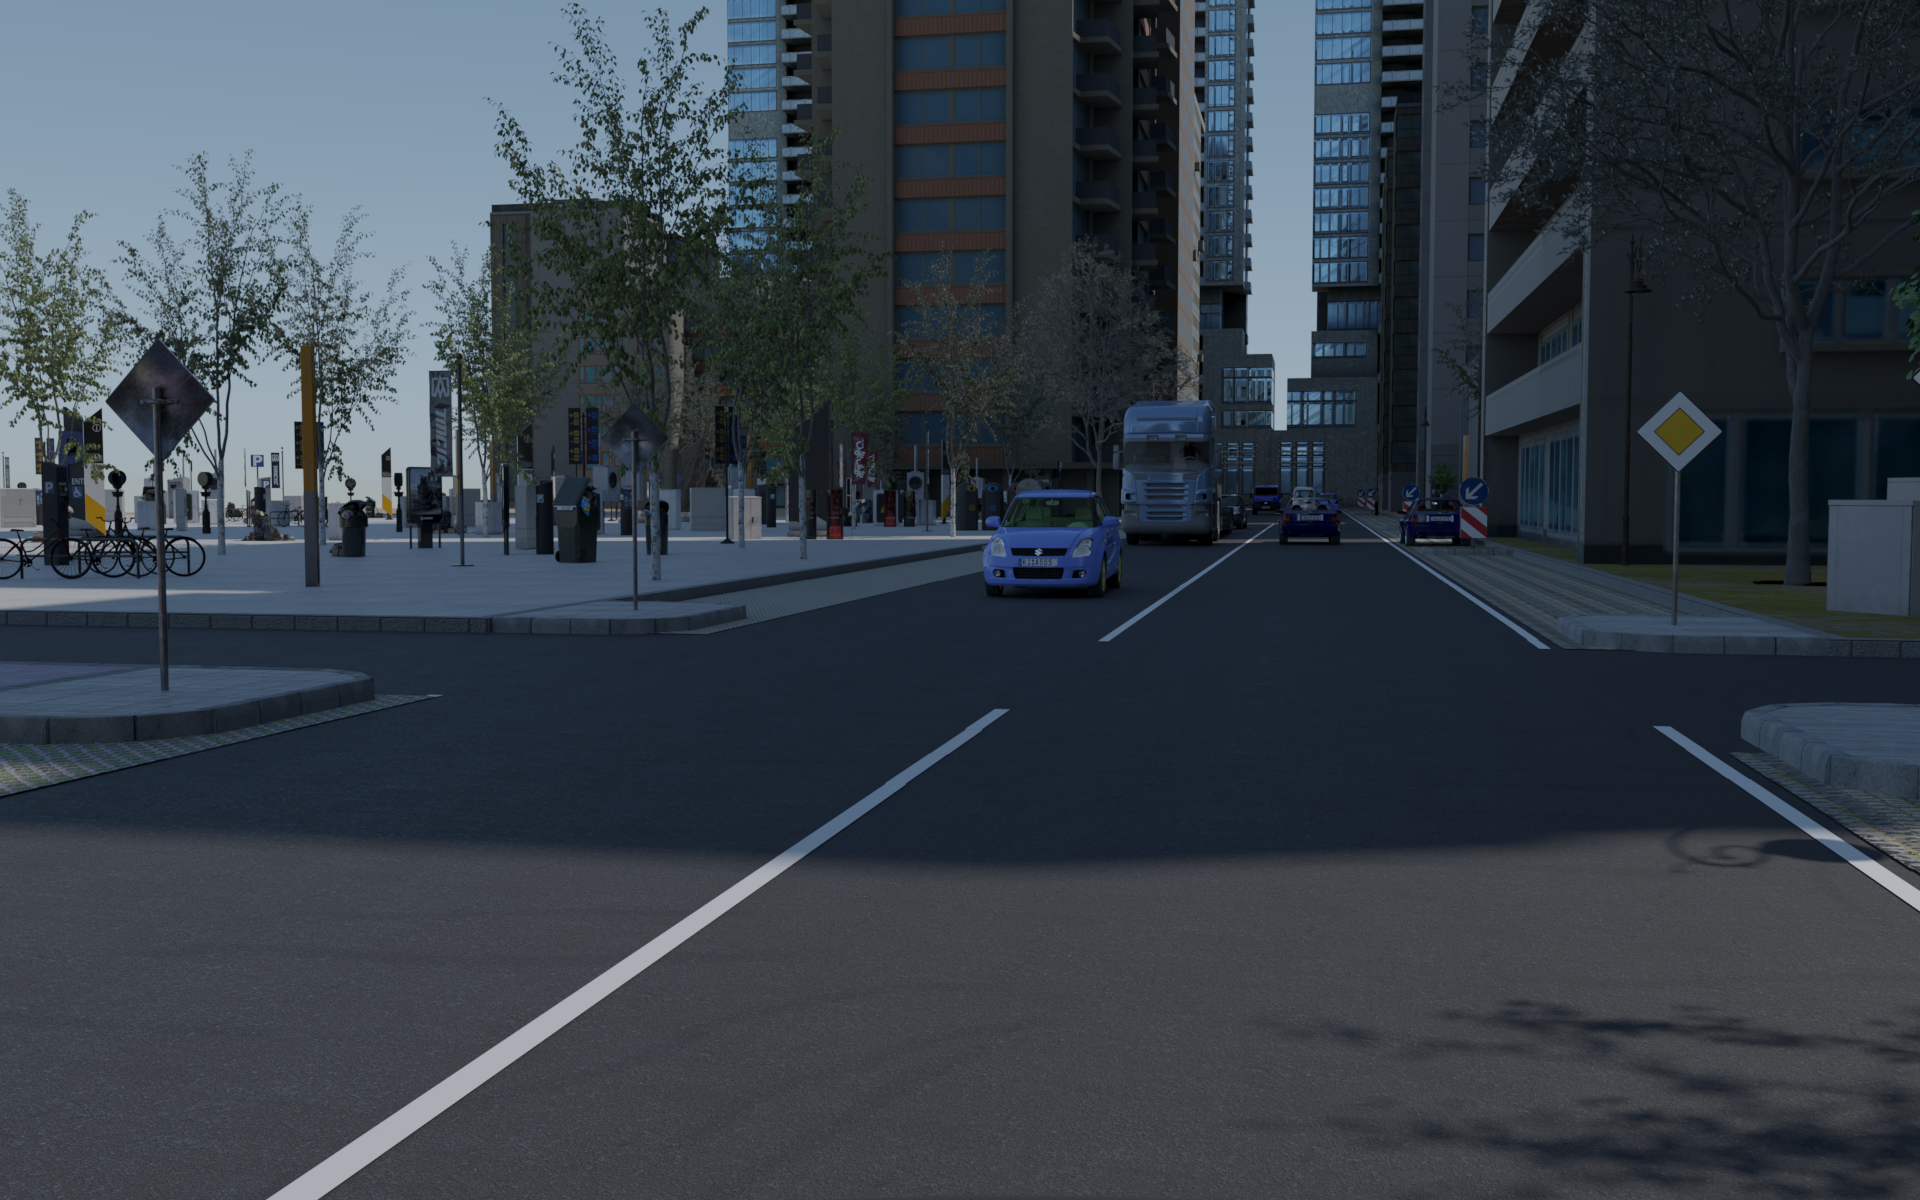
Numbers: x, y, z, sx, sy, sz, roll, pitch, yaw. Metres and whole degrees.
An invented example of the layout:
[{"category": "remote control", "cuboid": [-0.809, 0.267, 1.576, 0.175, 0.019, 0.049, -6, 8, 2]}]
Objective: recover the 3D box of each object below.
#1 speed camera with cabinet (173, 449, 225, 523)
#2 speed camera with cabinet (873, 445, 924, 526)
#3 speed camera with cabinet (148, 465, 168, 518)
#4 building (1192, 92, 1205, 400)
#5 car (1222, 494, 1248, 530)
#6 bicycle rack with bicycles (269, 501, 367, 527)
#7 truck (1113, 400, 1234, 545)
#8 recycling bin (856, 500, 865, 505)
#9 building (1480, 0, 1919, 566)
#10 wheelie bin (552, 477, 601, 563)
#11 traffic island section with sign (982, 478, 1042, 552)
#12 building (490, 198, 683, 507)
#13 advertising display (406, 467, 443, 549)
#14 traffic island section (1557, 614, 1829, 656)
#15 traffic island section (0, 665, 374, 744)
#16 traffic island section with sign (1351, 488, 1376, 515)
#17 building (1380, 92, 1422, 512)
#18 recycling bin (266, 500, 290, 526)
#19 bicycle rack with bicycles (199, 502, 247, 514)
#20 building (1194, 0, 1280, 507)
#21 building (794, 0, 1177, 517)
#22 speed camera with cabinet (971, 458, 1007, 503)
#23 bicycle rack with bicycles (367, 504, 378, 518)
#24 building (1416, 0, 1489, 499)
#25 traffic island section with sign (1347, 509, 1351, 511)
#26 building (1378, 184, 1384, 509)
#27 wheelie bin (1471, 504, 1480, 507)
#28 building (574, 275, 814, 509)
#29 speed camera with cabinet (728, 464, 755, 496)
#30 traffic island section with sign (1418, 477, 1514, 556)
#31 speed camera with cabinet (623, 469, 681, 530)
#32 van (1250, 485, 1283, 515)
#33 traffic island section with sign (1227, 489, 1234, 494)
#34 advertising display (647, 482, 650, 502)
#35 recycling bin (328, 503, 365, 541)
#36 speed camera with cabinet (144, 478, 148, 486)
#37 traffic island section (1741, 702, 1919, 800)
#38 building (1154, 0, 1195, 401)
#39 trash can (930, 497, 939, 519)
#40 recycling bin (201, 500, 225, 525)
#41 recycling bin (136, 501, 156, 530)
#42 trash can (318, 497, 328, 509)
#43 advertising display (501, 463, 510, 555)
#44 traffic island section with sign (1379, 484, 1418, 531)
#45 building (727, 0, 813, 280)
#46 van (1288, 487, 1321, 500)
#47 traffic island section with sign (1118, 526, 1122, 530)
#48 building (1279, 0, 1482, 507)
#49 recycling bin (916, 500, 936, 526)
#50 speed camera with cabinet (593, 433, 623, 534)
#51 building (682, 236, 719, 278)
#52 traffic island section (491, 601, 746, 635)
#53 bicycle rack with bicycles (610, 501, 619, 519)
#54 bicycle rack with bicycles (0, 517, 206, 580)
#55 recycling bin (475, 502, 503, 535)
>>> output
[{"category": "speed camera with cabinet", "cuboid": [-33.522, -5.011, 76.267, 2.038, 3.252, 0.660, -1, 4, -14]}, {"category": "speed camera with cabinet", "cuboid": [-2.479, -4.627, 69.984, 2.038, 3.252, 0.660, 0, 4, 1]}, {"category": "speed camera with cabinet", "cuboid": [-42.920, -6.108, 94.195, 2.038, 3.252, 0.660, 1, 4, 15]}, {"category": "building", "cuboid": [9.204, -28.247, 153.724, 23.993, 40.220, 32.217, 1, 4, 12]}, {"category": "car", "cuboid": [10.879, -3.767, 71.372, 2.009, 1.686, 4.222, 1, 4, 14]}, {"category": "bicycle rack with bicycles", "cuboid": [-25.321, -3.305, 67.412, 2.852, 0.926, 2.925, 1, 4, 16]}, {"category": "truck", "cuboid": [7.252, -4.028, 55.620, 2.967, 4.110, 18.799, 1, 4, 11]}, {"category": "recycling bin", "cuboid": [-4.841, -4.157, 80.515, 0.722, 1.027, 0.722, 1, 4, 9]}, {"category": "building", "cuboid": [24.002, -25.367, 38.447, 21.300, 48.544, 21.600, 1, 4, 12]}, {"category": "wheelie bin", "cuboid": [-7.189, -1.503, 32.478, 0.980, 1.594, 0.693, 2, 4, 33]}, {"category": "traffic island section with sign", "cuboid": [1.694, -2.113, 43.177, 1.989, 1.847, 2.006, 1, 4, 12]}, {"category": "building", "cuboid": [-37.312, -24.563, 173.312, 14.107, 30.474, 14.160, 1, 4, 12]}, {"category": "advertising display", "cuboid": [-12.652, -2.185, 40.933, 0.123, 1.923, 0.974, 2, 4, 33]}, {"category": "traffic island section", "cuboid": [7.011, 0.325, 16.959, 2.009, 0.180, 2.903, 1, 4, 12]}, {"category": "traffic island section", "cuboid": [-5.220, 0.670, 11.325, 2.009, 0.180, 2.903, 1, 4, 12]}, {"category": "traffic island section with sign", "cuboid": [27.653, -6.628, 117.003, 1.989, 1.847, 2.006, 1, 4, 12]}, {"category": "building", "cuboid": [38.699, -21.718, 126.794, 14.160, 30.474, 14.107, 1, 4, 12]}, {"category": "recycling bin", "cuboid": [-27.311, -3.467, 69.241, 0.722, 1.027, 0.722, 1, 4, 23]}, {"category": "bicycle rack with bicycles", "cuboid": [-34.210, -4.103, 80.467, 2.925, 0.926, 2.852, 0, 4, -4]}, {"category": "building", "cuboid": [18.325, -53.416, 186.030, 31.000, 86.520, 22.319, 1, 4, 12]}, {"category": "building", "cuboid": [1.876, -27.779, 108.805, 22.147, 44.769, 28.867, 1, 4, 12]}, {"category": "speed camera with cabinet", "cuboid": [1.637, -6.134, 94.630, 2.038, 3.252, 0.660, 1, 4, 14]}, {"category": "bicycle rack with bicycles", "cuboid": [-27.162, -3.763, 74.908, 2.925, 0.926, 2.852, 0, 4, 3]}, {"category": "building", "cuboid": [38.663, -34.376, 104.044, 21.231, 58.520, 28.212, 1, 4, 12]}, {"category": "traffic island section with sign", "cuboid": [33.170, -8.263, 143.728, 1.989, 1.847, 2.006, 1, 4, 12]}, {"category": "building", "cuboid": [41.796, -22.645, 141.947, 14.160, 30.474, 14.107, 1, 4, 12]}, {"category": "wheelie bin", "cuboid": [19.436, -3.458, 64.450, 0.980, 1.594, 0.693, 3, 5, 40]}, {"category": "building", "cuboid": [-16.703, -19.396, 162.165, 28.899, 21.520, 27.650, 1, 4, 12]}, {"category": "speed camera with cabinet", "cuboid": [-7.427, -3.938, 58.730, 0.660, 3.252, 2.038, -1, 4, -19]}, {"category": "traffic island section with sign", "cuboid": [11.996, -1.983, 41.050, 1.989, 1.847, 2.006, 1, 4, 12]}, {"category": "speed camera with cabinet", "cuboid": [-11.129, -4.163, 62.406, 2.038, 3.252, 0.660, 0, 4, 4]}, {"category": "van", "cuboid": [21.384, -7.117, 120.741, 2.240, 2.365, 5.245, 1, 4, 11]}, {"category": "traffic island section with sign", "cuboid": [22.765, -8.363, 145.357, 1.989, 1.847, 2.006, 1, 4, 12]}, {"category": "advertising display", "cuboid": [-16.459, -5.250, 91.059, 0.123, 1.923, 0.974, -2, 4, -30]}, {"category": "recycling bin", "cuboid": [-17.040, -2.176, 48.135, 0.722, 1.027, 0.722, 2, 4, 27]}, {"category": "speed camera with cabinet", "cuboid": [-44.216, -6.225, 96.115, 0.660, 3.252, 2.038, 2, 4, 28]}, {"category": "traffic island section", "cuboid": [5.398, 0.804, 9.138, 2.009, 0.180, 2.903, 1, 4, 12]}, {"category": "building", "cuboid": [9.982, -29.317, 129.443, 14.600, 45.320, 14.200, 1, 4, 12]}, {"category": "trash can", "cuboid": [-1.400, -4.518, 85.514, 0.748, 1.137, 0.748, 0, 3, 0]}, {"category": "recycling bin", "cuboid": [-31.250, -3.665, 72.484, 0.722, 1.027, 0.722, 3, 5, 44]}, {"category": "recycling bin", "cuboid": [-28.720, -2.990, 61.446, 0.722, 1.027, 0.722, 0, 4, -7]}, {"category": "trash can", "cuboid": [-37.614, -5.534, 102.138, 0.748, 1.137, 0.748, 0, 3, 0]}, {"category": "advertising display", "cuboid": [-9.631, -1.926, 36.706, 0.123, 1.923, 0.974, -1, 4, -17]}, {"category": "traffic island section with sign", "cuboid": [17.569, -3.635, 68.063, 1.989, 1.847, 2.006, 1, 4, 12]}, {"category": "building", "cuboid": [-12.745, -53.816, 192.568, 31.000, 86.520, 22.319, 1, 4, 12]}, {"category": "van", "cuboid": [20.780, -5.957, 104.409, 2.013, 2.044, 4.112, 1, 4, 12]}, {"category": "traffic island section with sign", "cuboid": [7.193, -3.745, 69.859, 1.989, 1.847, 2.006, 1, 4, 12]}, {"category": "building", "cuboid": [48.702, -53.039, 179.854, 31.000, 86.520, 22.319, 1, 4, 12]}, {"category": "recycling bin", "cuboid": [-1.383, -3.571, 70.939, 0.722, 1.027, 0.722, 1, 4, 9]}, {"category": "speed camera with cabinet", "cuboid": [-11.638, -3.728, 55.296, 0.660, 3.252, 2.038, 1, 4, 16]}, {"category": "building", "cuboid": [-35.723, -25.860, 194.515, 14.107, 30.474, 14.160, 1, 4, 12]}, {"category": "traffic island section", "cuboid": [-3.607, 0.192, 19.146, 2.009, 0.180, 2.903, 1, 4, 12]}, {"category": "bicycle rack with bicycles", "cuboid": [-17.555, -4.389, 85.139, 2.852, 0.926, 2.925, -1, 4, -17]}, {"category": "bicycle rack with bicycles", "cuboid": [-13.187, -0.832, 26.980, 2.925, 0.926, 2.852, 0, 4, 1]}, {"category": "recycling bin", "cuboid": [-14.925, -2.596, 55.005, 0.722, 1.027, 0.722, -3, 4, -37]}]
